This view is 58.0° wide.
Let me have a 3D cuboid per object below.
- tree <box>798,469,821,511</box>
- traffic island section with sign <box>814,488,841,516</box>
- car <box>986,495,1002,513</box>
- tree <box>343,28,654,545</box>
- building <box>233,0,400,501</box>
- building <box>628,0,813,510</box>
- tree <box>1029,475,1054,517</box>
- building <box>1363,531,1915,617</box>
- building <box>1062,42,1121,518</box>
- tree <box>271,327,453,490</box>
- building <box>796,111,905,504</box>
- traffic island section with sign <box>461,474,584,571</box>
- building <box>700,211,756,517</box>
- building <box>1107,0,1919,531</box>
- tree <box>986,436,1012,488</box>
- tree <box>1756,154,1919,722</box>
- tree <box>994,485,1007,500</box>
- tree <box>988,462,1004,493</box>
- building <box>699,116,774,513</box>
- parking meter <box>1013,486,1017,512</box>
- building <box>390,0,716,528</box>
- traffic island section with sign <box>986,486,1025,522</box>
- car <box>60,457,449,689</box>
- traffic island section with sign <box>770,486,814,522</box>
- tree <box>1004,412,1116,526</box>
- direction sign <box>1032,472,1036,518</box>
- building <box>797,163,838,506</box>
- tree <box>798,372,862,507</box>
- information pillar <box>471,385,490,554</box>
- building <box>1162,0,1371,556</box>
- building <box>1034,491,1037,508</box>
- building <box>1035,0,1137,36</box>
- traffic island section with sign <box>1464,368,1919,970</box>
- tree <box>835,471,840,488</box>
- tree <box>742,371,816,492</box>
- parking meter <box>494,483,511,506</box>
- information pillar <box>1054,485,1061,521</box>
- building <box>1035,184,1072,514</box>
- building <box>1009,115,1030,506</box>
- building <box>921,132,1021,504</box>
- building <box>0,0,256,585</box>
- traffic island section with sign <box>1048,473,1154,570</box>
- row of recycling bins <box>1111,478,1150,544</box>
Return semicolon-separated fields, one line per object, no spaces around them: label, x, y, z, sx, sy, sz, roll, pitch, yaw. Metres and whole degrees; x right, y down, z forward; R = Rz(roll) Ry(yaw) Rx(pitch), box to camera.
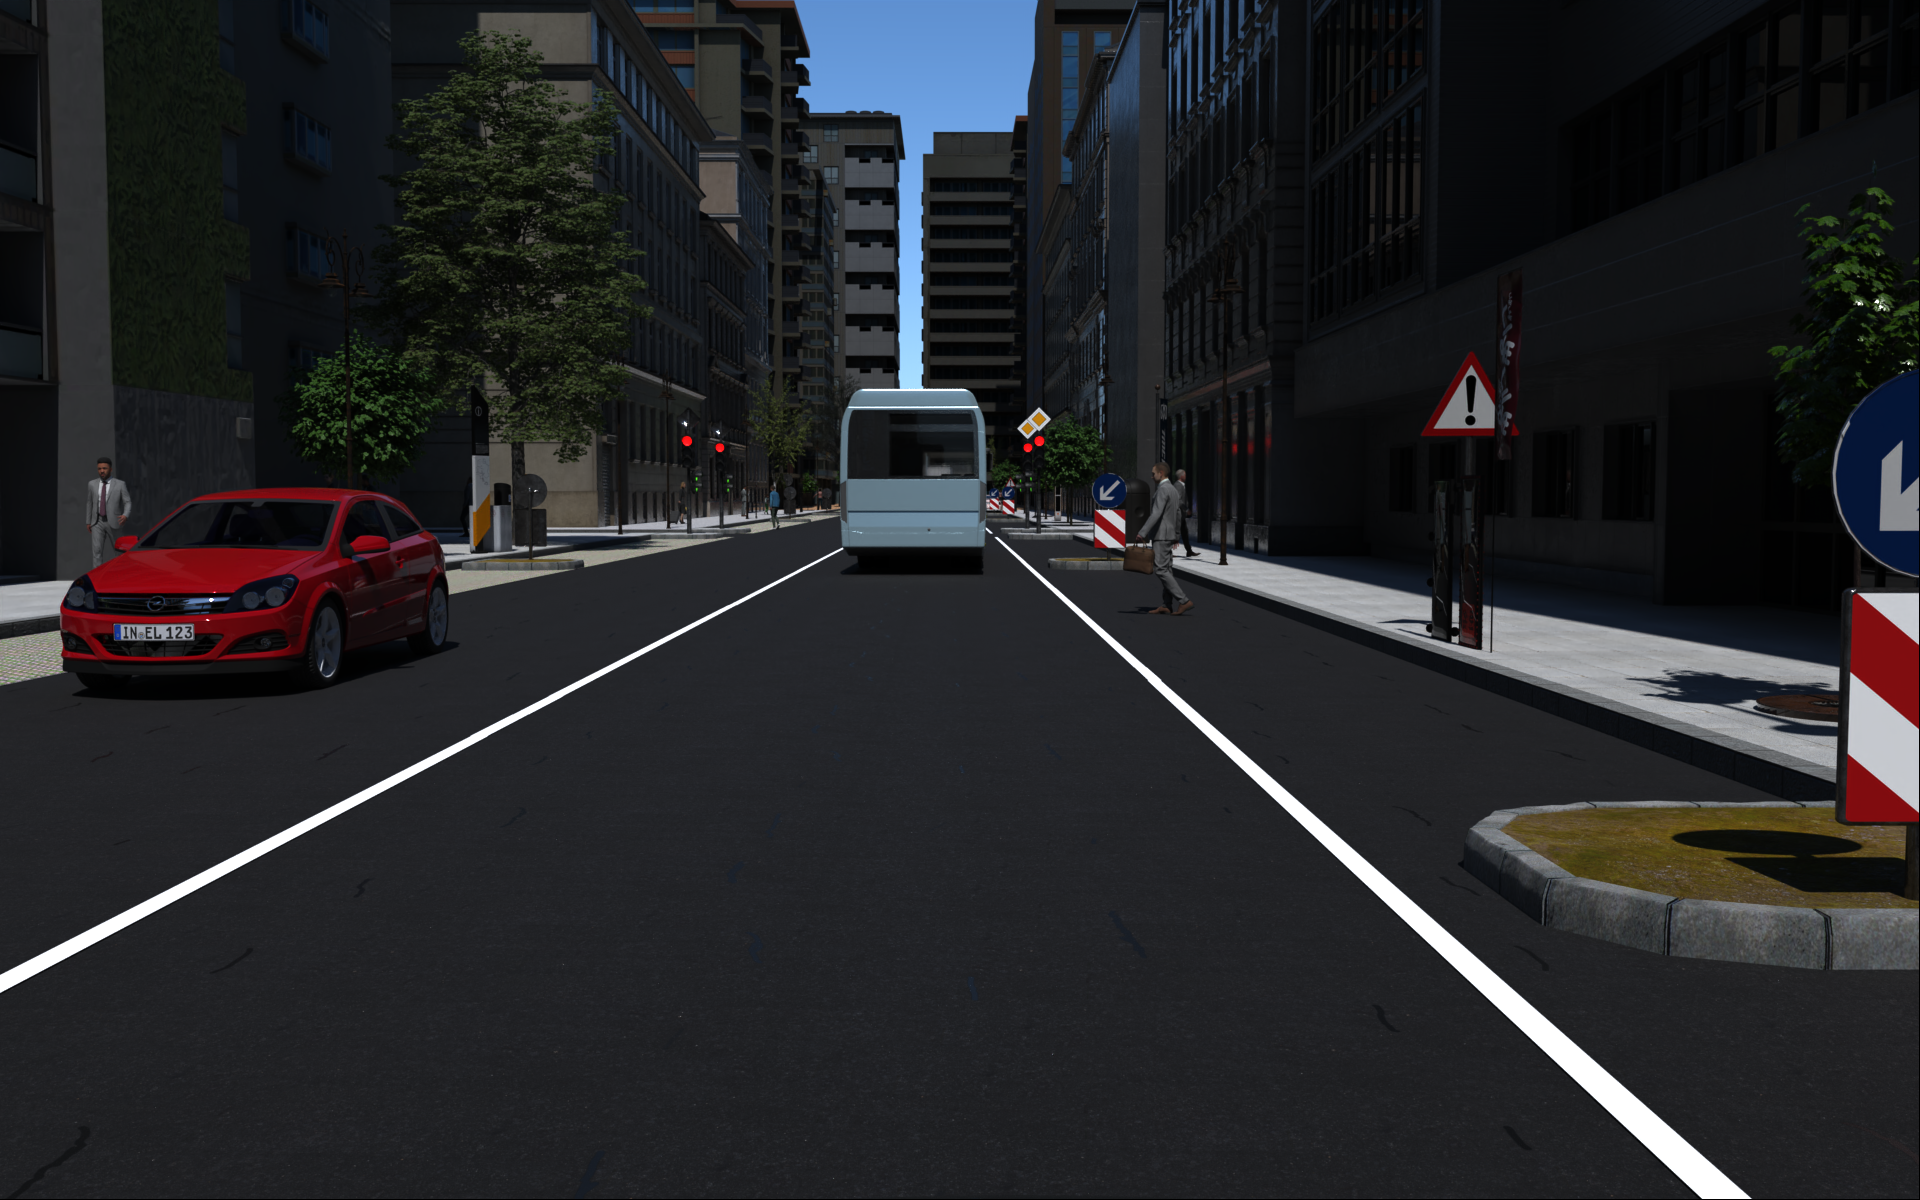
tree;-11.817;-8.557;134.503;1.663;3.219;1.824;0;3;0
traffic island section with sign;-8.855;-6.557;115.839;1.989;1.847;2.006;0;4;0
car;1.918;-6.609;120.413;2.083;1.381;4.827;0;4;-2
tree;-11.354;-7.659;43.354;7.486;12.596;7.792;0;3;0
building;-27.679;-25.536;41.222;21.600;48.544;21.300;0;4;0
building;-24.731;-30.467;152.767;22.147;44.769;28.867;0;4;0
tree;4.745;-6.307;97.713;1.663;3.219;1.824;0;3;0
building;13.824;-12.279;19.821;14.314;24.678;30.058;0;4;0
building;12.628;-18.268;95.944;12.463;27.353;25.104;0;4;0
tree;-11.809;-3.095;34.311;4.285;4.588;4.351;0;3;0
building;-19.386;-39.685;238.093;27.495;52.752;28.713;0;4;0
traffic island section with sign;-8.293;-1.499;33.142;1.989;1.847;2.006;0;4;0
building;-18.646;-14.680;104.650;10.561;19.102;19.286;0;4;0
building;21.756;-15.492;72.369;30.058;24.678;14.314;0;4;0
tree;4.512;-16.265;216.302;4.737;8.622;4.395;0;3;0
tree;5.124;-0.939;9.961;1.663;3.219;1.824;0;3;0
tree;4.596;-12.382;197.054;1.663;3.219;1.824;0;3;0
tree;4.281;-10.721;158.998;4.285;4.588;4.351;0;3;0
building;-20.914;-20.679;124.006;13.634;28.700;20.117;0;4;0
parking meter;4.007;-7.375;126.295;0.255;1.863;0.399;0;4;-6
building;-21.238;-15.083;79.889;16.112;22.955;30.059;0;4;0
traffic island section with sign;2.352;-4.915;88.982;1.989;1.847;2.006;0;4;0
car;-5.551;-0.308;14.071;2.155;1.783;4.494;0;4;0
traffic island section with sign;-8.674;-4.900;88.742;1.989;1.847;2.006;0;4;0
tree;4.494;-5.237;69.332;4.285;4.588;4.351;0;3;0
direction sign;4.064;-6.200;93.361;0.379;3.537;0.876;0;4;0
building;-26.293;-30.887;196.890;23.993;40.220;32.217;0;4;0
tree;-12.026;-16.172;174.780;12.009;13.543;11.850;0;3;0
information pillar;-10.340;-2.813;37.344;0.183;3.616;0.504;2;4;24
building;10.976;-11.919;44.031;9.793;20.994;18.267;0;4;0
building;13.883;-23.879;162.121;14.160;30.474;14.107;0;4;0
building;13.563;-30.416;147.417;14.600;45.320;14.200;0;4;0
traffic island section with sign;2.925;0.151;6.159;1.989;1.847;2.006;0;4;0
tree;-11.971;-12.551;188.923;4.285;4.588;4.351;0;3;0
tree;-10.989;-9.446;104.799;4.737;8.622;4.395;0;3;0
parking meter;-10.320;-1.877;39.104;0.372;1.533;0.369;0;3;0
information pillar;4.660;-4.775;82.560;0.304;2.012;0.304;0;4;-2
building;14.132;-17.799;124.291;16.112;22.955;30.059;0;4;0
building;16.874;-33.259;198.402;22.147;44.769;28.867;0;4;0
building;5.664;-37.380;234.860;21.600;48.544;21.300;0;4;0
building;-19.448;-20.736;22.628;14.154;41.232;14.086;0;4;0
traffic island section with sign;2.726;-1.530;33.644;1.989;1.847;2.006;0;4;0
row of recycling bins;4.559;-2.407;46.474;1.069;1.692;3.534;0;4;0
